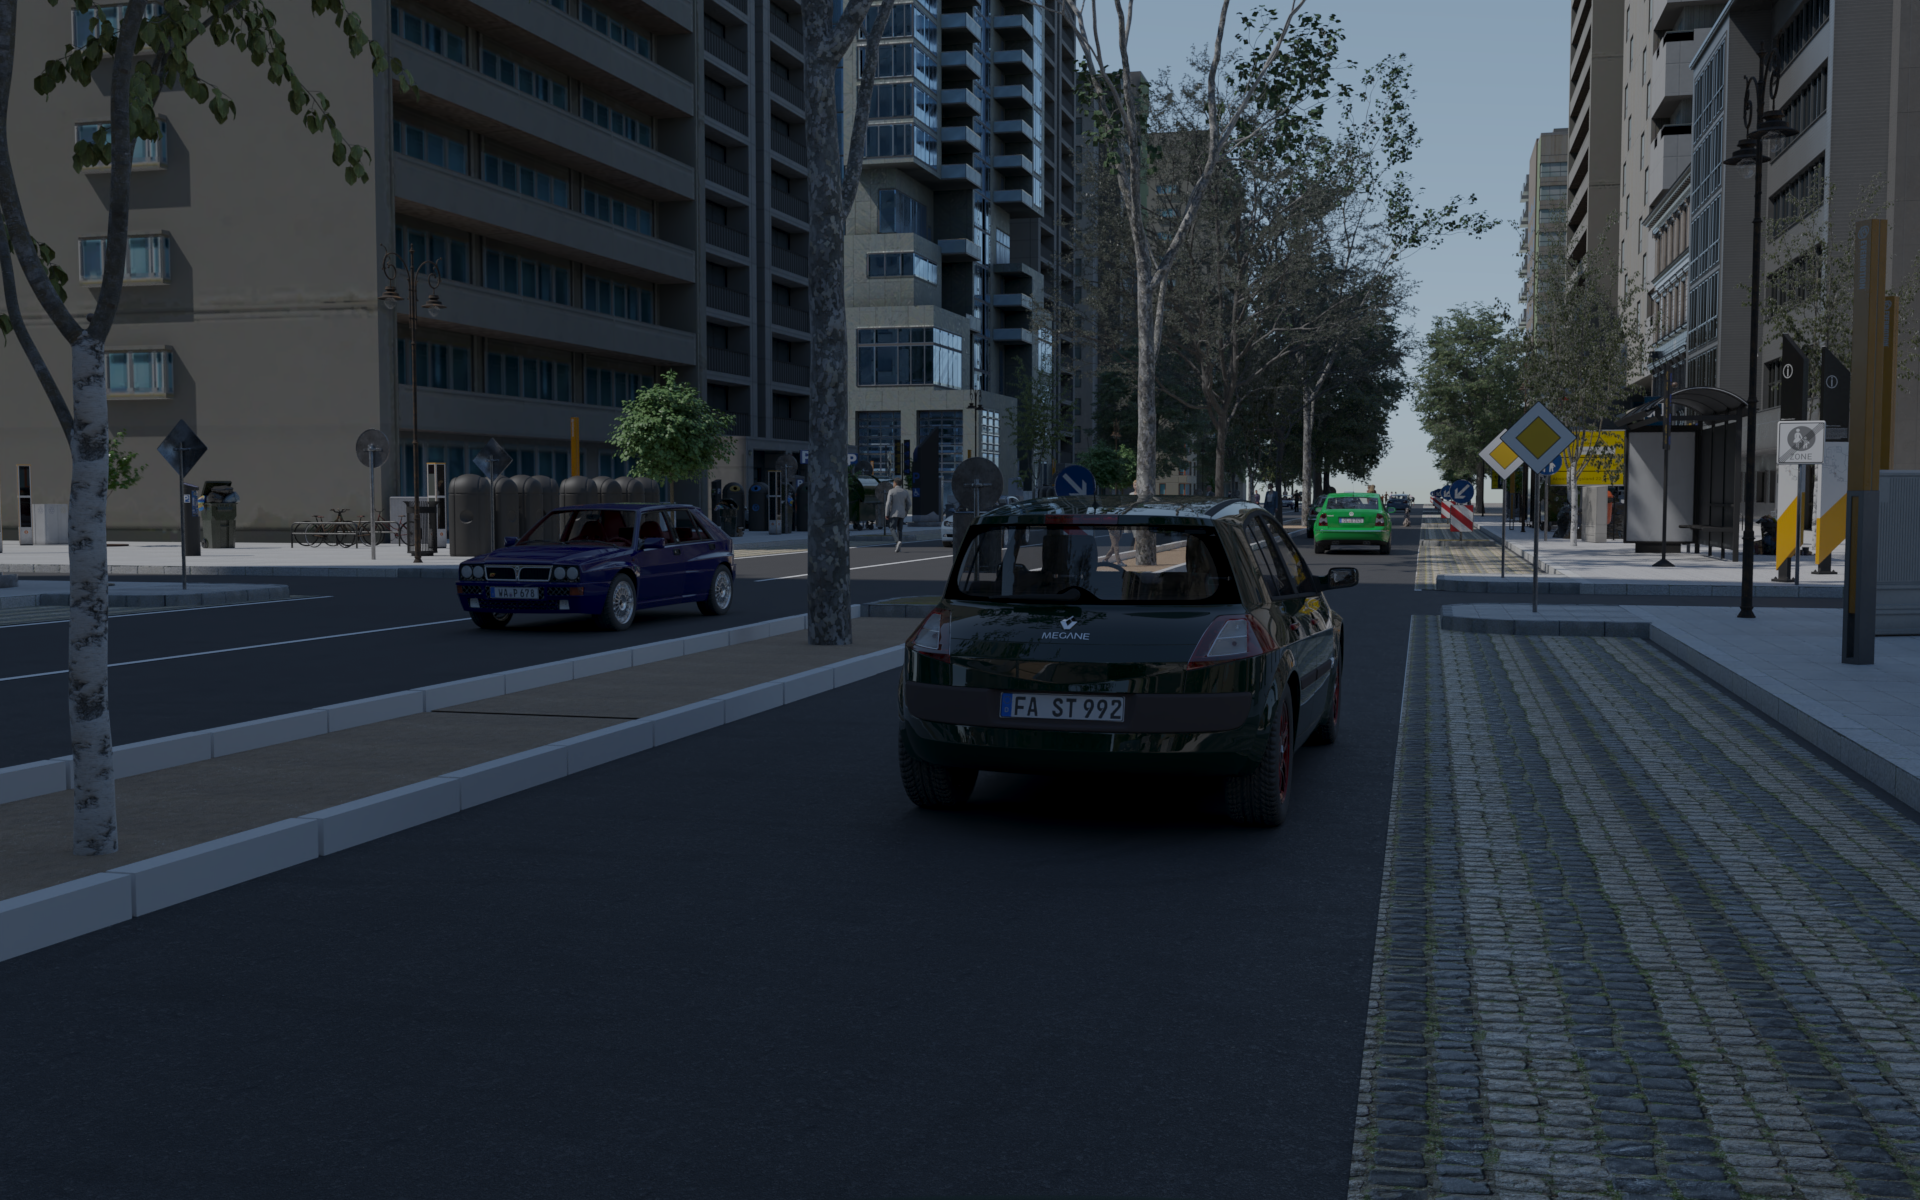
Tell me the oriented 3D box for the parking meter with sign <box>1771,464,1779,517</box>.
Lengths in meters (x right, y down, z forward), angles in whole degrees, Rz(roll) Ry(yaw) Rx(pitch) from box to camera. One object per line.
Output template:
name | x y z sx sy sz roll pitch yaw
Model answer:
parking meter with sign | 21.101 -2.924 44.061 0.543 3.016 1.738 0 4 7

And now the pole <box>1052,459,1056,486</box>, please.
pole | 5.395 -6.466 99.555 0.158 3.312 0.155 0 3 0

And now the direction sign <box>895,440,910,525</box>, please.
direction sign | -2.402 -4.908 72.242 0.876 3.537 0.379 3 5 42

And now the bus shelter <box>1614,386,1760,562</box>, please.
bus shelter | 14.591 -2.521 35.139 2.014 3.302 5.546 1 4 15

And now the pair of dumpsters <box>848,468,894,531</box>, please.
pair of dumpsters | -3.481 -3.649 62.151 1.574 2.255 4.437 1 4 15

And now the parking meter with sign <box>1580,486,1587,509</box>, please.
parking meter with sign | 28.081 -5.029 78.483 1.738 3.016 0.543 -2 4 -26

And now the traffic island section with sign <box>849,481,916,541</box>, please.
traffic island section with sign | -2.424 -2.721 53.113 1.989 1.847 2.006 1 4 15

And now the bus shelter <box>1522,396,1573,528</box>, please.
bus shelter | 23.252 -5.557 68.482 2.179 5.291 8.768 1 4 15

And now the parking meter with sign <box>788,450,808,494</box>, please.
parking meter with sign | -6.535 -4.468 69.316 0.543 3.016 1.738 -2 4 -32

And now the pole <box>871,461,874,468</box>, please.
pole | -5.424 -6.927 107.093 0.158 3.312 0.155 0 3 0

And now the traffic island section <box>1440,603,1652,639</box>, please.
traffic island section | 6.260 0.213 18.804 2.009 0.180 2.903 1 4 15

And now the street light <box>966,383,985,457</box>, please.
street light | 0.654 -6.077 72.139 0.468 5.910 1.993 1 4 15

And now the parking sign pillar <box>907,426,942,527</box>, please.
parking sign pillar | -1.361 -4.872 68.133 1.447 3.967 1.447 2 4 33

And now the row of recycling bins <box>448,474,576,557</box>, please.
row of recycling bins | -9.637 -1.826 36.971 1.069 1.692 3.534 1 4 18

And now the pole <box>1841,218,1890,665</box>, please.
pole | 6.783 -1.171 12.984 0.158 3.312 0.155 0 3 0

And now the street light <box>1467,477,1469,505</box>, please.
street light | 38.670 -9.716 131.639 0.468 5.910 1.993 1 4 15

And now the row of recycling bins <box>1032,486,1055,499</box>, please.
row of recycling bins | 4.559 -5.126 90.918 1.069 1.692 3.534 -1 4 -13

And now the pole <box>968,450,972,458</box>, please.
pole | 0.438 -5.237 79.475 0.158 3.312 0.155 0 3 0

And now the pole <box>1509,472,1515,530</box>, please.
pole | 19.670 -4.148 61.668 0.158 3.312 0.155 0 3 0

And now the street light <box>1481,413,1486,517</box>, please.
street light | 29.672 -7.666 98.132 0.468 5.910 1.993 1 4 15

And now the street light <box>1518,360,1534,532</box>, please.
street light | 18.944 -5.218 58.100 0.468 5.910 1.993 1 4 15

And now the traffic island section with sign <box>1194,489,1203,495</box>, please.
traffic island section with sign | 17.565 -7.276 127.585 1.989 1.847 2.006 1 4 15

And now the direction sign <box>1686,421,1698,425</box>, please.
direction sign | 22.140 -3.691 52.353 0.379 3.537 0.876 0 4 -3

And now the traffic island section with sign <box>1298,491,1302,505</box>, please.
traffic island section with sign | 45.962 -13.748 233.413 1.989 1.847 2.006 1 4 15

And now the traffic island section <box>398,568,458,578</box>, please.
traffic island section | -8.371 -0.533 30.988 2.009 0.180 2.903 1 4 15

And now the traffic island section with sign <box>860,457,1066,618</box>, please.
traffic island section with sign | 0.048 -0.769 20.714 2.006 1.907 1.989 1 4 15

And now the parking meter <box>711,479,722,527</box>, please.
parking meter | -9.614 -3.832 68.360 0.255 1.863 0.399 2 4 30

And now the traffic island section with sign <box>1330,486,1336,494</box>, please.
traffic island section with sign | 21.449 -5.646 100.448 2.006 1.907 1.989 1 4 15

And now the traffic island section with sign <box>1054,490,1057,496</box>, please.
traffic island section with sign | 4.562 -4.313 79.150 1.989 1.847 2.006 1 4 15

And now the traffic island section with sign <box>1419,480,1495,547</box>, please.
traffic island section with sign | 13.744 -2.402 47.897 1.989 1.847 2.006 1 4 15

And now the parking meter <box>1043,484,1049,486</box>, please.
parking meter | 4.887 -5.650 98.083 0.399 1.863 0.255 0 4 1

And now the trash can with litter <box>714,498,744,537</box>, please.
trash can with litter | -6.868 -2.467 51.724 0.624 1.170 1.055 1 4 14

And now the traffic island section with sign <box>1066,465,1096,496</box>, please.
traffic island section with sign | 1.978 -1.207 27.867 2.006 1.907 1.989 1 4 15

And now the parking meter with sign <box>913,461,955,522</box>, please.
parking meter with sign | -1.059 -4.669 72.595 1.738 3.016 0.543 1 4 14

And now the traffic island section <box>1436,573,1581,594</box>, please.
traffic island section | 8.330 -0.259 26.517 2.009 0.180 2.903 1 4 15

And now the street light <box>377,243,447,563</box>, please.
street light | -10.120 -3.631 32.159 0.468 5.910 1.993 1 4 15

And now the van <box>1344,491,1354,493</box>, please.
van | 48.953 -12.896 217.867 2.013 2.044 4.112 1 4 13

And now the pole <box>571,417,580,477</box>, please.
pole | -10.225 -3.194 46.066 0.158 3.312 0.155 0 3 0

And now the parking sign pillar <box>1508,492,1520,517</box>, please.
parking sign pillar | 31.018 -6.581 96.069 1.447 3.967 1.447 0 4 6

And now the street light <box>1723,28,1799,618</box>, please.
street light | 8.166 -2.753 17.806 0.468 5.910 1.993 1 4 15

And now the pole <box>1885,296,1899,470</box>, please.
pole | 9.583 -1.475 17.965 0.158 3.312 0.155 0 3 0

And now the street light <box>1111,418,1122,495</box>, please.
street light | 9.527 -8.122 105.578 0.468 5.910 1.993 1 4 15

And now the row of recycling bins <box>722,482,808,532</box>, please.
row of recycling bins | -6.551 -3.223 59.814 3.534 1.692 1.069 1 4 14

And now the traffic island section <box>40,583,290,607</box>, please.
traffic island section | -10.441 -0.061 23.275 2.009 0.180 2.903 1 4 15

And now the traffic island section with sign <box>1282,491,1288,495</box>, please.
traffic island section with sign | 38.987 -12.156 207.372 1.989 1.847 2.006 1 4 15

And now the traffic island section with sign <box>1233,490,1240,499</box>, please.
traffic island section with sign | 24.555 -8.872 153.681 1.989 1.847 2.006 1 4 15

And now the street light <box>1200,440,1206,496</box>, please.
street light | 20.413 -10.568 145.568 0.468 5.910 1.993 1 4 15

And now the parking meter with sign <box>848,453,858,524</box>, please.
parking meter with sign | -4.609 -4.813 74.951 0.543 3.016 1.738 0 4 2

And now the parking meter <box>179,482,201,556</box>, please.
parking meter | -15.926 -1.677 35.832 0.372 1.533 0.369 0 3 0

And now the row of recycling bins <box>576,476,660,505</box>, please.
row of recycling bins | -8.118 -2.047 40.579 1.069 1.692 3.534 1 4 21

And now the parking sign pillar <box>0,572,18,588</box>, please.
parking sign pillar | -13.730 -2.150 23.621 1.447 3.967 1.447 -1 4 -13
